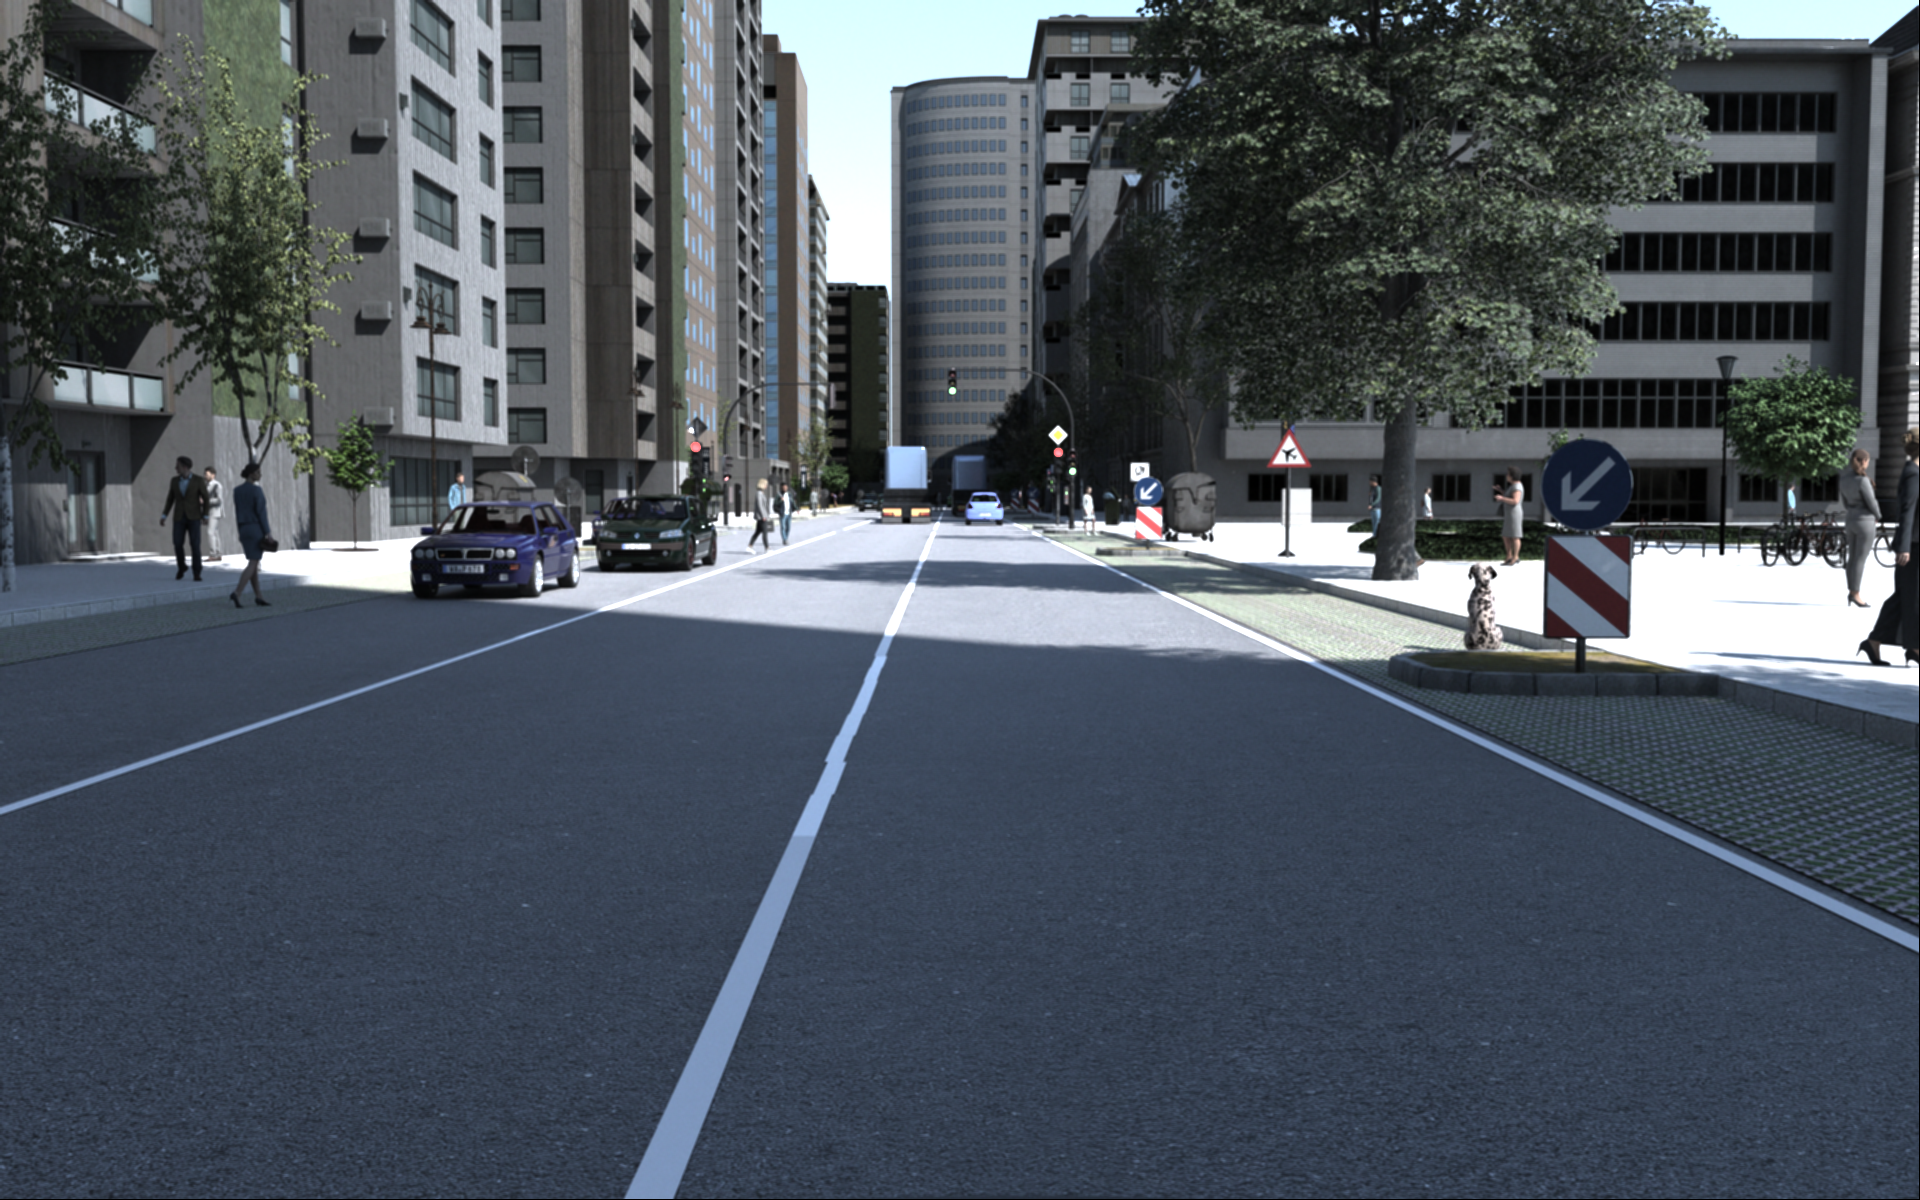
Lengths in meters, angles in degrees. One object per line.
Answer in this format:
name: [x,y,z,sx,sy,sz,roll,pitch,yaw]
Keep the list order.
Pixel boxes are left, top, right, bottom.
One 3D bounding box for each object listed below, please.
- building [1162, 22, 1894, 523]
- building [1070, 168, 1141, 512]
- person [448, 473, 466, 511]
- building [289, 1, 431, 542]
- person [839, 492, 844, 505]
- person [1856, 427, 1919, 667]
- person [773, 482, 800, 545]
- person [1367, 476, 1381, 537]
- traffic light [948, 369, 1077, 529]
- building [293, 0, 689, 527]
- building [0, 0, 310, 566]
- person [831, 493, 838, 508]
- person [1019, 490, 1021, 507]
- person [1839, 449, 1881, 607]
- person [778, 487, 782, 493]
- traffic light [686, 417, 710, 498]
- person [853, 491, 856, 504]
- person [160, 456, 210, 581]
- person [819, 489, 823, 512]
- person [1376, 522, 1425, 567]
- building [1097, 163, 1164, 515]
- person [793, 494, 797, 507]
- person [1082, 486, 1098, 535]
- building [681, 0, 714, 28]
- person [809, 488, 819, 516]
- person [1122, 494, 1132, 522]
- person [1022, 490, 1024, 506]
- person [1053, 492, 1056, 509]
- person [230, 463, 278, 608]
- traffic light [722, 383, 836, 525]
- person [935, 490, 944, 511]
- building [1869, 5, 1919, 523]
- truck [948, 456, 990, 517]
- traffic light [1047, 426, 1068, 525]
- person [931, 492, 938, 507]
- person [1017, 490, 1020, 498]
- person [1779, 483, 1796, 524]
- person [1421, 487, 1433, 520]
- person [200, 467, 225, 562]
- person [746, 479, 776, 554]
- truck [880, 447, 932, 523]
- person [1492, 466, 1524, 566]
building: [25.268,-16.014,80.893,30.058,24.678,14.314,0,4,0]
building: [15.326,-19.442,135.903,12.078,24.808,19.932,0,4,0]
person: [-11.962,-2.131,41.229,0.444,1.785,0.601,2,4,35]
building: [-21.742,-17.152,52.138,14.107,30.474,14.160,0,4,0]
person: [-13.403,-11.497,195.481,0.415,1.643,0.593,3,5,40]
person: [7.017,-0.389,12.827,0.534,1.772,0.576,0,4,5]
person: [-4.917,-2.433,48.625,0.721,1.781,0.623,3,5,42]
person: [11.585,-2.558,48.213,0.721,1.781,0.623,-1,4,-12]
traffic light: [1.945,-5.391,62.812,4.771,5.953,1.251,0,4,0]
building: [-20.663,-18.840,79.731,14.160,30.474,14.107,0,4,0]
building: [-22.185,-21.333,32.387,14.154,41.232,14.086,0,4,0]
person: [-11.850,-9.428,163.424,0.697,1.427,0.421,-2,4,-32]
person: [5.836,-9.715,165.816,0.436,1.711,0.756,0,4,4]
person: [10.283,-0.817,19.680,0.573,1.790,0.520,-1,4,-23]
person: [-8.647,-4.633,84.269,0.581,1.822,0.654,0,4,-3]
traffic light: [-9.524,-4.523,62.874,0.839,4.253,0.868,0,4,0]
person: [-13.758,-13.327,226.422,0.705,1.821,1.348,-1,4,-21]
person: [-11.524,-1.211,25.755,0.656,1.842,0.836,-2,4,-35]
person: [-10.478,-7.500,131.311,0.526,1.800,0.537,-1,4,-19]
person: [7.559,-1.445,29.789,0.853,1.813,0.709,0,4,4]
building: [15.990,-17.688,108.278,14.460,24.649,34.723,0,4,0]
person: [-15.442,-9.622,163.228,0.709,1.838,0.599,1,4,18]
person: [4.452,-3.097,60.137,0.512,1.701,0.522,-3,5,-44]
building: [-22.379,-27.685,102.765,14.600,45.320,14.200,0,4,0]
person: [-9.329,-6.234,110.530,0.391,1.810,0.635,2,4,35]
person: [7.813,-4.324,81.010,0.475,1.303,0.640,1,4,10]
person: [6.907,-11.455,193.855,0.721,1.766,1.217,1,4,20]
person: [8.389,-8.853,150.750,0.705,1.831,1.348,-3,4,-37]
person: [-8.969,-0.814,21.836,0.581,1.822,0.654,3,5,40]
traffic light: [-7.477,-5.886,70.905,4.771,5.953,1.251,0,4,0]
person: [-1.724,-8.316,144.735,0.850,1.792,0.678,1,4,12]
building: [50.276,-15.325,79.449,19.941,23.489,11.050,0,4,0]
truck: [0.790,-7.667,115.109,2.967,4.110,18.799,0,4,-1]
traffic light: [3.992,-5.017,70.950,0.839,4.253,0.868,0,4,0]
person: [-2.668,-10.926,187.967,0.721,1.723,1.217,-3,5,-41]
person: [6.131,-10.829,183.813,0.721,1.743,1.217,1,4,16]
person: [31.296,-3.490,65.424,0.638,1.841,0.748,-3,5,-44]
person: [18.433,-3.598,68.337,0.522,1.701,0.512,1,4,21]
person: [-14.310,-1.633,32.941,0.606,1.804,0.583,3,4,39]
person: [-4.766,-2.008,41.519,0.728,1.800,0.709,0,4,1]
truck: [-2.879,-6.276,92.367,2.967,4.110,18.799,0,4,-2]
person: [9.767,-1.501,30.940,0.532,1.782,0.716,1,4,9]
